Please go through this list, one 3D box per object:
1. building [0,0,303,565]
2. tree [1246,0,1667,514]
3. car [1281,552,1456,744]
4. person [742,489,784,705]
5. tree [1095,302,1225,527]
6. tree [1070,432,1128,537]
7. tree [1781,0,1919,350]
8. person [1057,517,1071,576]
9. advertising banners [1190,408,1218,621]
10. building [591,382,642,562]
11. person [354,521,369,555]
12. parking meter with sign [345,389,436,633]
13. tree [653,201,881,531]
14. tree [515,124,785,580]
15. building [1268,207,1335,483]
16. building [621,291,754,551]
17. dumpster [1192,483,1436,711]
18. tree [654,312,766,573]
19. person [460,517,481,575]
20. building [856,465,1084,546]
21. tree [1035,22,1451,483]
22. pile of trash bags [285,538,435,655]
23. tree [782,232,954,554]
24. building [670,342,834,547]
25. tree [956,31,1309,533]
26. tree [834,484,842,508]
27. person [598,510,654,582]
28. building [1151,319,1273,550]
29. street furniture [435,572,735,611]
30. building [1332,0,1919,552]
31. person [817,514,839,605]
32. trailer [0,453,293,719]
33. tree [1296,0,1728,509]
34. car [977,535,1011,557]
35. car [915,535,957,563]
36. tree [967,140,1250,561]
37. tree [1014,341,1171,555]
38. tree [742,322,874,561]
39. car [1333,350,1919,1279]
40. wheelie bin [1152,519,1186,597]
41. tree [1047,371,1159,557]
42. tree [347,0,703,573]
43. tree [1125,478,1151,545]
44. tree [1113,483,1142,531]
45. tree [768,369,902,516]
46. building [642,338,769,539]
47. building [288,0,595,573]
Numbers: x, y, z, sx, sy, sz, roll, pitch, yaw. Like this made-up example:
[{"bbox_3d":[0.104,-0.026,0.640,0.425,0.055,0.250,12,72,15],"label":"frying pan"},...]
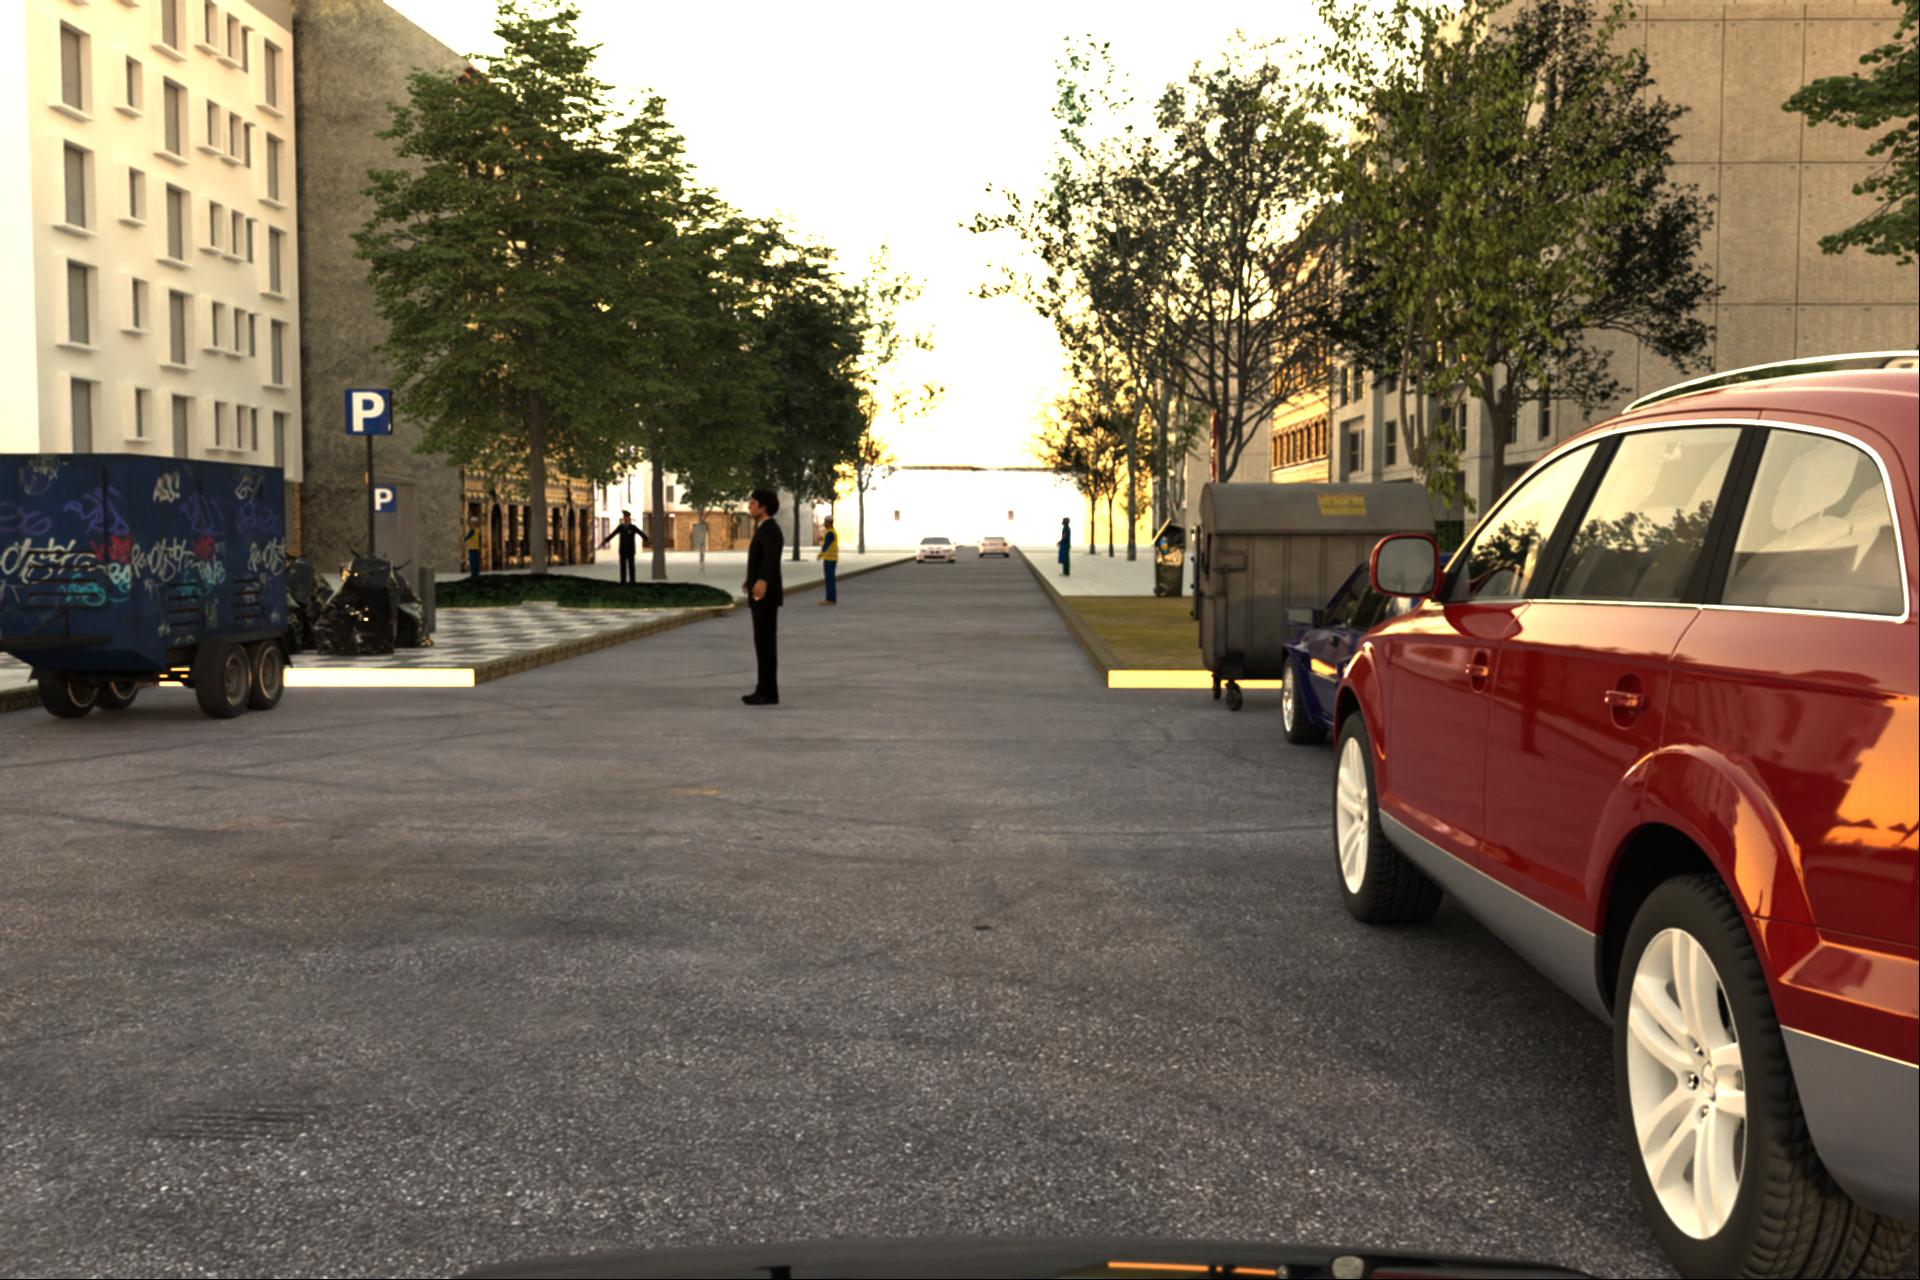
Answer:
[{"bbox_3d":[-26.316,-11.368,42.294,16.016,20.090,11.380,0,4,1],"label":"building"},{"bbox_3d":[5.381,-4.212,19.222,4.737,8.622,4.395,0,3,0],"label":"tree"},{"bbox_3d":[3.063,0.118,10.655,1.945,1.354,3.894,0,4,1],"label":"car"},{"bbox_3d":[-1.685,-0.369,14.678,0.705,1.806,1.347,-1,4,-11],"label":"person"},{"bbox_3d":[6.920,-6.352,54.218,4.360,8.622,3.978,0,3,0],"label":"tree"},{"bbox_3d":[8.940,-10.301,118.778,4.360,8.622,3.978,0,3,0],"label":"tree"},{"bbox_3d":[12.190,-6.033,16.771,7.486,12.596,7.792,0,3,0],"label":"tree"},{"bbox_3d":[3.187,-2.854,52.783,0.704,1.817,1.347,1,4,15],"label":"person"},{"bbox_3d":[3.533,-1.767,25.075,0.090,3.025,2.074,0,4,0],"label":"advertising banners"},{"bbox_3d":[-20.960,-9.046,90.047,9.099,9.664,28.070,0,4,1],"label":"building"},{"bbox_3d":[-17.644,-2.794,51.874,1.347,1.806,0.705,2,4,35],"label":"person"},{"bbox_3d":[-7.084,-1.558,21.734,0.543,3.016,1.738,0,4,2],"label":"parking meter with sign"},{"bbox_3d":[-7.650,-9.715,65.491,9.857,13.997,8.962,0,3,0],"label":"tree"},{"bbox_3d":[-8.941,-7.983,48.641,7.486,12.596,7.792,0,3,0],"label":"tree"},{"bbox_3d":[26.765,-15.811,89.434,19.493,23.208,18.063,0,4,1],"label":"building"},{"bbox_3d":[-23.000,-17.096,135.940,16.016,20.090,11.380,0,4,1],"label":"building"},{"bbox_3d":[2.925,-0.382,14.456,1.865,1.857,1.264,0,4,1],"label":"dumpster"},{"bbox_3d":[-8.391,-6.477,56.260,4.737,8.622,4.395,0,3,0],"label":"tree"},{"bbox_3d":[-13.820,-2.599,48.953,0.721,1.772,1.216,1,4,8],"label":"person"},{"bbox_3d":[1.211,-16.336,211.694,28.070,9.664,9.099,0,4,-3],"label":"building"},{"bbox_3d":[6.461,-8.027,41.610,12.009,13.543,11.850,0,3,0],"label":"tree"},{"bbox_3d":[-6.974,-0.527,18.363,1.912,1.369,3.447,0,4,3],"label":"pile of trash bags"},{"bbox_3d":[-6.450,-15.590,110.778,12.611,20.169,13.585,0,3,0],"label":"tree"},{"bbox_3d":[-23.973,-21.795,187.272,19.493,23.208,18.063,0,4,2],"label":"building"},{"bbox_3d":[6.545,-12.906,66.901,12.611,20.169,13.585,0,3,0],"label":"tree"},{"bbox_3d":[-16.265,-16.043,212.668,4.360,8.622,3.978,0,3,0],"label":"tree"},{"bbox_3d":[-7.783,-2.111,40.445,1.347,1.837,0.705,1,4,8],"label":"person"},{"bbox_3d":[26.489,-17.412,151.137,16.747,18.905,31.486,0,4,1],"label":"building"},{"bbox_3d":[-8.388,-1.056,32.892,5.734,0.657,10.072,-2,4,-27],"label":"street furniture"},{"bbox_3d":[24.972,-11.996,62.598,16.747,18.905,31.486,0,4,1],"label":"building"},{"bbox_3d":[-2.672,-1.633,35.127,0.705,1.833,1.349,0,4,6],"label":"person"},{"bbox_3d":[-6.340,-0.367,13.042,1.471,1.999,3.904,0,4,1],"label":"trailer"},{"bbox_3d":[9.266,-5.775,28.840,7.601,10.594,8.767,-1,4,-15],"label":"tree"},{"bbox_3d":[2.106,-5.808,107.327,2.083,1.381,4.827,0,4,1],"label":"car"},{"bbox_3d":[-1.201,-4.588,87.374,2.083,1.381,4.827,0,4,1],"label":"car"},{"bbox_3d":[7.192,-13.954,84.037,12.611,20.169,13.585,0,3,0],"label":"tree"},{"bbox_3d":[8.377,-12.101,108.218,12.009,13.543,11.850,0,3,0],"label":"tree"},{"bbox_3d":[-7.663,-9.557,82.020,9.928,11.665,9.643,0,3,0],"label":"tree"},{"bbox_3d":[2.411,0.239,4.760,2.281,1.827,5.304,0,4,1],"label":"car"},{"bbox_3d":[4.290,-1.687,35.487,0.693,1.594,0.980,0,4,2],"label":"wheelie bin"},{"bbox_3d":[8.236,-9.960,97.266,7.601,10.594,8.767,-2,4,-30],"label":"tree"},{"bbox_3d":[-9.164,-7.268,36.961,7.486,12.596,7.792,0,3,0],"label":"tree"},{"bbox_3d":[21.791,-15.781,208.385,4.737,8.622,4.395,0,3,0],"label":"tree"},{"bbox_3d":[20.886,-16.066,213.046,4.737,8.622,4.395,0,3,0],"label":"tree"},{"bbox_3d":[-6.617,-9.682,92.716,7.601,10.594,8.767,-1,4,-21],"label":"tree"},{"bbox_3d":[-24.760,-18.834,164.355,16.016,20.090,11.380,0,4,1],"label":"building"},{"bbox_3d":[-25.184,-14.314,64.966,19.493,23.208,18.063,0,4,1],"label":"building"}]
